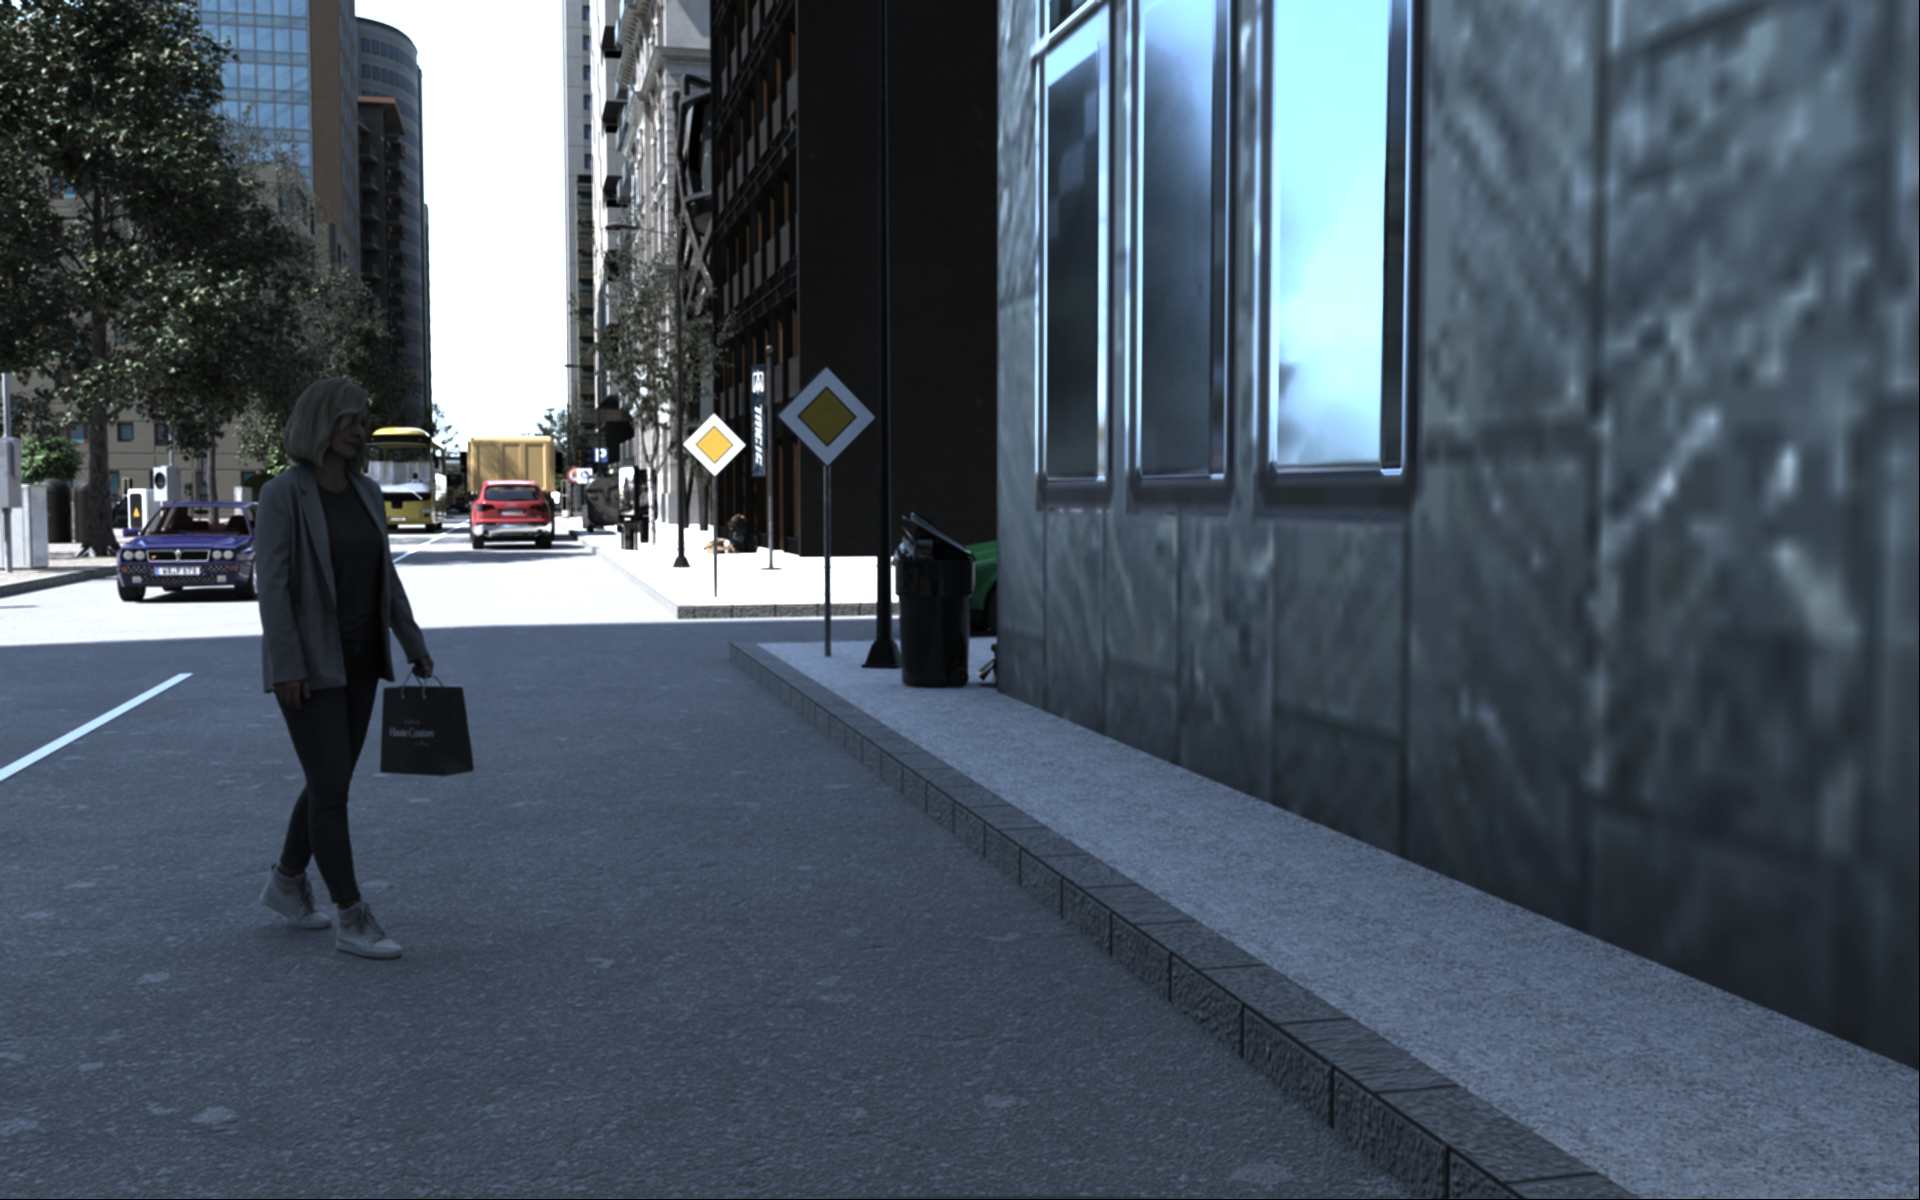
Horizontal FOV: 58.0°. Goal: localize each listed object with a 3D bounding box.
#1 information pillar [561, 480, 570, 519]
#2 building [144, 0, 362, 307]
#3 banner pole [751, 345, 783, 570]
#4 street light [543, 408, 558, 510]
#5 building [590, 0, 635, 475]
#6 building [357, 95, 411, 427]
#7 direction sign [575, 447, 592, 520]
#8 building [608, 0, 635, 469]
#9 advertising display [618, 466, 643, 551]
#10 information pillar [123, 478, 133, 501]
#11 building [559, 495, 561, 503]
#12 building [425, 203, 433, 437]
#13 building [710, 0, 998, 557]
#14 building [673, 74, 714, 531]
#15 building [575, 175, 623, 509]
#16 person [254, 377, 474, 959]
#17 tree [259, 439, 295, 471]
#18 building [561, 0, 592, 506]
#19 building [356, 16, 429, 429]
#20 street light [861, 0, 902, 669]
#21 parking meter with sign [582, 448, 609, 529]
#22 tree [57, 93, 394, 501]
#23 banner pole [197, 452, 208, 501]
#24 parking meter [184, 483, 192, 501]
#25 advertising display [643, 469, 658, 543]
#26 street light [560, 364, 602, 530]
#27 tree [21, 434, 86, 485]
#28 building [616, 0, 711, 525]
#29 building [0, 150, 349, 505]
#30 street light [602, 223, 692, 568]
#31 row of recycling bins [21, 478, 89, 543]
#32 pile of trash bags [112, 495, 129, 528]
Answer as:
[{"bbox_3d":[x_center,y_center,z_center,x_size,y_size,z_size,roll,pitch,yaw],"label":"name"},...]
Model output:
[{"bbox_3d":[-20.206,-5.152,88.731,0.304,2.012,0.304,1,4,11],"label":"information pillar"},{"bbox_3d":[-50.939,-28.996,124.201,14.600,45.320,14.200,-1,4,-14],"label":"building"},{"bbox_3d":[-3.342,-2.411,29.438,0.401,3.779,0.863,-3,4,-36],"label":"banner pole"},{"bbox_3d":[-21.719,-7.437,94.131,1.470,5.913,1.316,-1,4,-14],"label":"street light"},{"bbox_3d":[-15.655,-33.739,140.865,28.713,52.752,27.495,-1,4,-14],"label":"building"},{"bbox_3d":[-70.936,-32.455,185.255,22.147,44.769,28.867,-1,4,-14],"label":"building"},{"bbox_3d":[-18.271,-5.639,84.203,0.876,3.537,0.379,-3,4,-37],"label":"direction sign"},{"bbox_3d":[-10.571,-30.142,112.425,23.786,49.044,30.456,-1,4,-14],"label":"building"},{"bbox_3d":[-7.552,-2.097,39.505,0.123,1.923,0.974,-2,4,-33],"label":"advertising display"},{"bbox_3d":[-38.320,-4.605,79.789,0.304,2.012,0.304,0,4,7],"label":"information pillar"},{"bbox_3d":[-39.575,-33.626,241.660,32.217,40.220,23.993,-1,4,-14],"label":"building"},{"bbox_3d":[-79.303,-33.728,235.039,14.154,41.232,14.086,-1,4,-14],"label":"building"},{"bbox_3d":[0.774,-13.080,43.536,12.332,23.373,15.834,-1,4,-14],"label":"building"},{"bbox_3d":[-2.358,-12.110,65.456,16.820,18.784,16.811,-1,4,-14],"label":"building"},{"bbox_3d":[-28.361,-23.786,160.595,14.160,30.474,14.107,-1,4,-14],"label":"building"},{"bbox_3d":[-1.981,0.189,5.593,0.728,1.800,0.709,2,4,29],"label":"person"},{"bbox_3d":[-23.949,-4.048,60.785,1.663,3.219,1.824,0,3,0],"label":"tree"},{"bbox_3d":[-33.648,-39.908,194.492,21.231,58.520,28.212,-1,4,-14],"label":"building"},{"bbox_3d":[-77.325,-41.045,213.084,21.231,58.520,28.212,-1,4,-14],"label":"building"},{"bbox_3d":[-1.089,-2.449,12.586,1.470,5.913,1.316,-1,4,-14],"label":"street light"},{"bbox_3d":[-13.634,-4.180,64.602,0.543,3.016,1.738,0,4,7],"label":"parking meter with sign"},{"bbox_3d":[-21.903,-8.547,50.113,12.009,13.543,11.850,0,3,0],"label":"tree"},{"bbox_3d":[-31.423,-5.004,71.840,0.401,3.779,0.863,1,4,18],"label":"banner pole"},{"bbox_3d":[-39.138,-5.025,87.867,0.255,1.863,0.399,0,4,-4],"label":"parking meter"},{"bbox_3d":[-8.255,-2.459,45.424,0.123,1.923,0.974,2,4,24],"label":"advertising display"},{"bbox_3d":[-13.481,-5.476,62.075,1.470,5.913,1.316,-1,4,-14],"label":"street light"},{"bbox_3d":[-42.763,-5.952,81.024,4.285,4.588,4.351,0,3,0],"label":"tree"},{"bbox_3d":[-9.004,-18.157,84.256,14.401,28.519,23.554,-1,4,-14],"label":"building"},{"bbox_3d":[-51.841,-15.723,102.113,27.650,21.520,28.899,-1,4,-14],"label":"building"},{"bbox_3d":[-5.393,-3.511,29.945,1.470,5.913,1.316,-1,4,-14],"label":"street light"},{"bbox_3d":[-24.184,-2.348,45.502,3.534,1.692,1.069,0,4,1],"label":"row of recycling bins"},{"bbox_3d":[-33.595,-3.654,69.499,3.447,1.369,1.912,0,4,-8],"label":"pile of trash bags"}]
